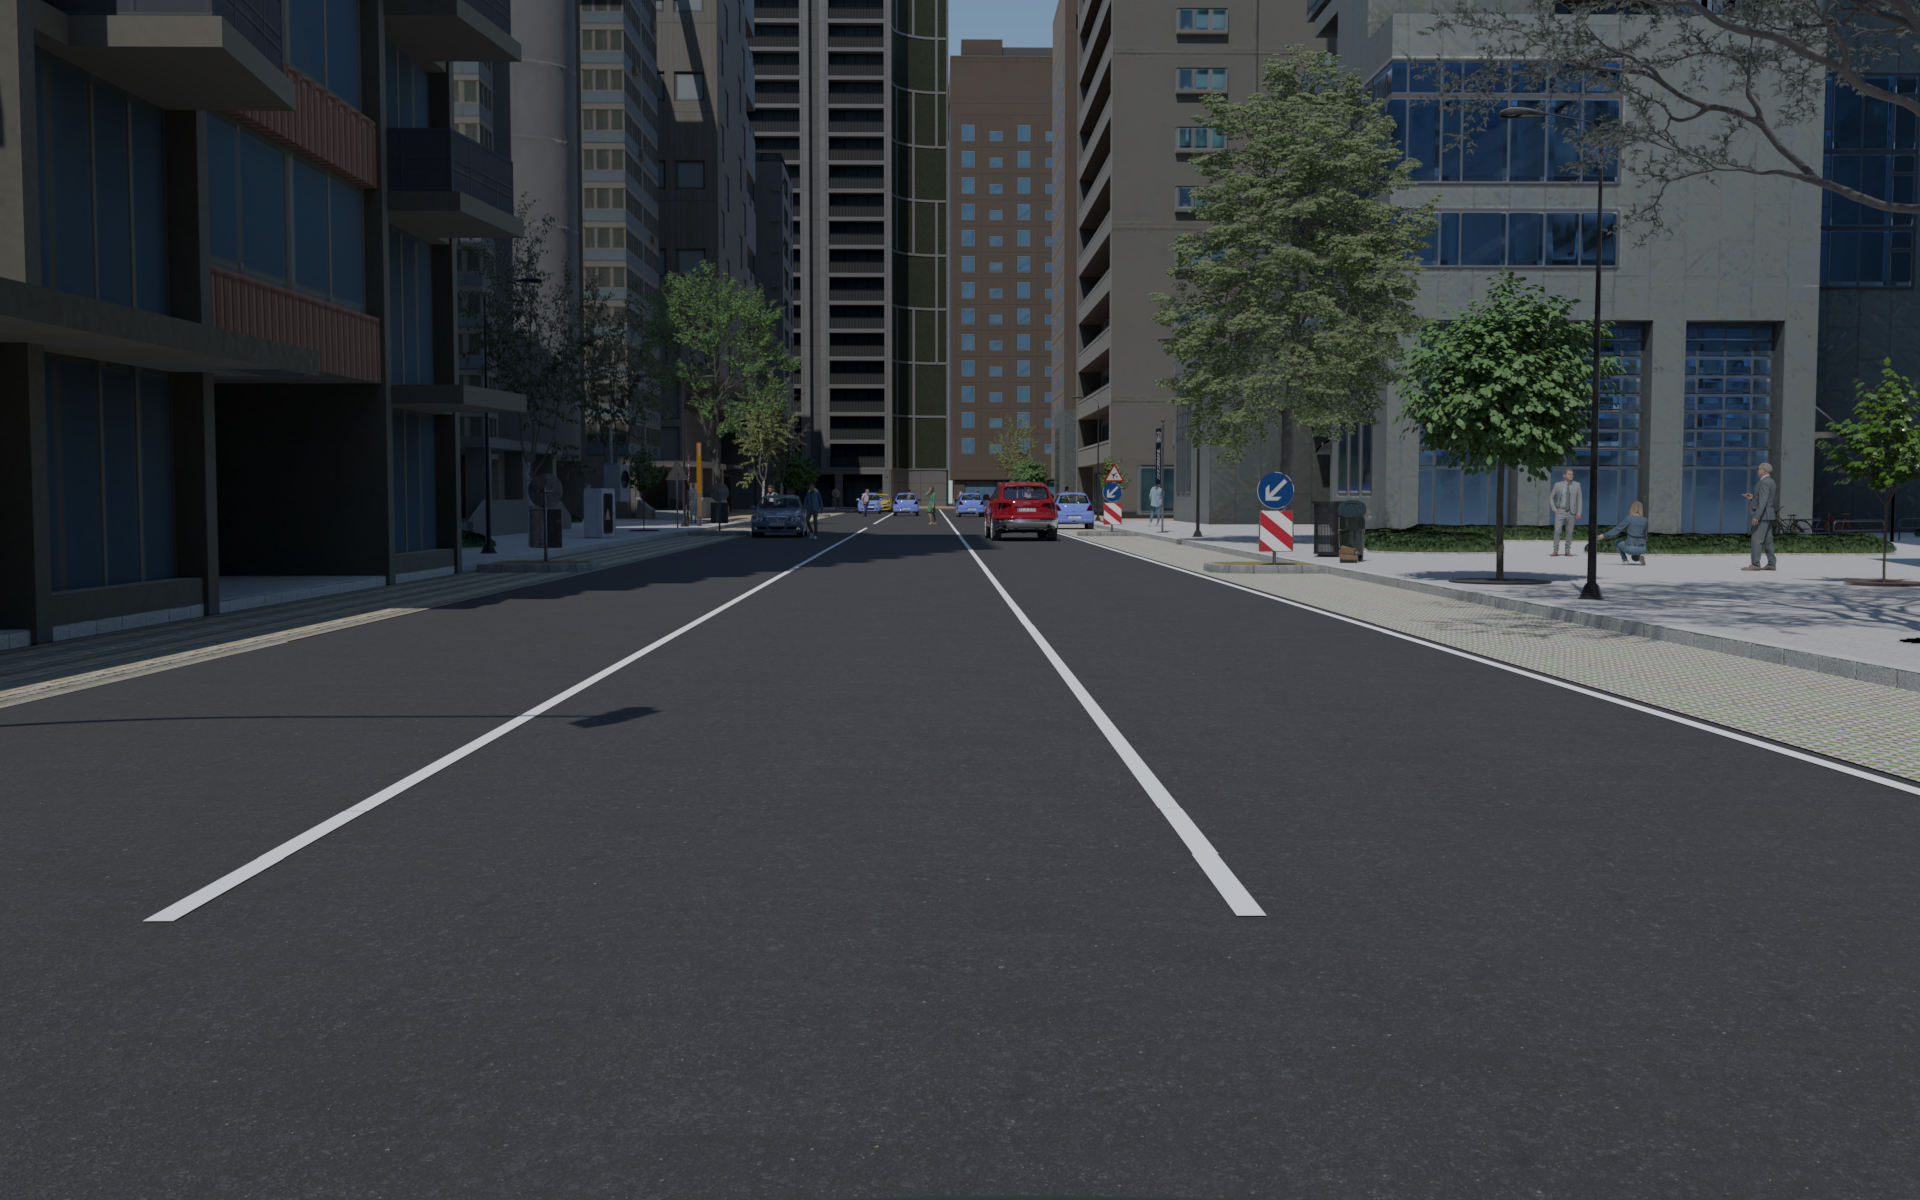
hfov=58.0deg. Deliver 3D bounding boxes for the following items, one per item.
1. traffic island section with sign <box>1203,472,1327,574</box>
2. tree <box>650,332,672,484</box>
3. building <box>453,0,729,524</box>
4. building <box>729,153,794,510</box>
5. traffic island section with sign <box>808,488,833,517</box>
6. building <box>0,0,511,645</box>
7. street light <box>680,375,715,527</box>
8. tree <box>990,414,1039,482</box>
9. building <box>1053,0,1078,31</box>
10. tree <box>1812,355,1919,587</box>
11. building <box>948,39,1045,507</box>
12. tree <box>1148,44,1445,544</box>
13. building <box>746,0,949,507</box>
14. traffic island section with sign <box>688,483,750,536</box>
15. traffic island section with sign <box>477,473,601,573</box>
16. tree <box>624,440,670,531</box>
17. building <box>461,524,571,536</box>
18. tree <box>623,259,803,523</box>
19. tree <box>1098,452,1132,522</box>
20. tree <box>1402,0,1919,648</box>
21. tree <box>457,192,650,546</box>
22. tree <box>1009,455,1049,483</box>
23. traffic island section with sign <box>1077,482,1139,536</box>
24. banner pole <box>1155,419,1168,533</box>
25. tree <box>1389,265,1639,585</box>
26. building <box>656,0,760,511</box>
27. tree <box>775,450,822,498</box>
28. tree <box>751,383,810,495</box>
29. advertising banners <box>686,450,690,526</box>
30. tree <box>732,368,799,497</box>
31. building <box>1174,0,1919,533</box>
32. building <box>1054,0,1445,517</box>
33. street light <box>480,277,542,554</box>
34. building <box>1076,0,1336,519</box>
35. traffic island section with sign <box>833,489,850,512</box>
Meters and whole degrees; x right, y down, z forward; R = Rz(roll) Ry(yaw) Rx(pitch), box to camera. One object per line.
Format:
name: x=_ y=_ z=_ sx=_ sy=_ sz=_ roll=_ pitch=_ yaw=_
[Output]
traffic island section with sign: x=5.541 y=-1.419 z=31.836 sx=1.989 sy=1.847 sz=2.006 roll=0 pitch=4 yaw=-1
tree: x=-11.310 y=-6.468 z=56.116 sx=4.360 sy=8.622 sz=3.978 roll=0 pitch=3 yaw=0
building: x=-29.638 y=-24.602 z=94.122 sx=32.217 sy=40.220 sz=23.993 roll=0 pitch=4 yaw=-1
building: x=-21.551 y=-23.096 z=149.319 sx=14.107 sy=30.474 sz=14.160 roll=0 pitch=4 yaw=-1
traffic island section with sign: x=-9.235 y=-6.179 z=109.646 sx=1.989 sy=1.847 sz=2.006 roll=0 pitch=4 yaw=-1
building: x=-18.479 y=-22.440 z=21.526 sx=22.147 sy=44.769 sz=28.867 roll=0 pitch=4 yaw=-1
street light: x=-10.269 y=-5.827 z=67.816 sx=1.470 sy=5.913 sz=1.316 roll=0 pitch=4 yaw=-1
tree: x=5.003 y=-12.677 z=157.631 sx=4.737 sy=8.622 sz=4.395 roll=0 pitch=3 yaw=0
building: x=15.312 y=-30.512 z=148.988 sx=14.600 sy=45.320 sz=14.200 roll=0 pitch=4 yaw=-1
tree: x=12.902 y=-1.821 z=24.377 sx=1.663 sy=3.219 sz=1.824 roll=0 pitch=3 yaw=0
building: x=6.025 y=-32.071 z=174.472 sx=14.200 sy=45.320 sz=14.600 roll=0 pitch=4 yaw=-1
tree: x=8.752 y=-7.707 z=44.132 sx=7.486 sy=12.596 sz=7.792 roll=0 pitch=3 yaw=0
building: x=-11.431 y=-45.137 z=176.241 sx=20.611 sy=71.187 sz=20.563 roll=0 pitch=4 yaw=-1
traffic island section with sign: x=-8.303 y=-3.136 z=59.908 sx=1.989 sy=1.847 sz=2.006 roll=0 pitch=4 yaw=-1
traffic island section with sign: x=-7.790 y=-1.449 z=32.312 sx=1.989 sy=1.847 sz=2.006 roll=0 pitch=4 yaw=-1
tree: x=-11.088 y=-3.996 z=59.944 sx=1.663 sy=3.219 sz=1.824 roll=0 pitch=3 yaw=0
building: x=-30.397 y=-22.259 z=55.815 sx=32.217 sy=40.220 sz=23.993 roll=0 pitch=4 yaw=-1
tree: x=-11.105 y=-9.316 z=78.066 sx=9.928 sy=11.665 sz=9.643 roll=0 pitch=3 yaw=0
tree: x=6.850 y=-5.178 z=79.262 sx=1.663 sy=3.219 sz=1.824 roll=0 pitch=3 yaw=0
tree: x=8.729 y=-6.353 z=14.238 sx=12.009 sy=13.543 sz=11.850 roll=0 pitch=3 yaw=0
tree: x=-10.416 y=-5.618 z=42.210 sx=4.360 sy=8.622 sz=3.978 roll=0 pitch=3 yaw=0
tree: x=5.820 y=-9.853 z=144.813 sx=4.285 sy=4.588 sz=4.351 roll=0 pitch=3 yaw=0
traffic island section with sign: x=5.023 y=-3.094 z=59.214 sx=1.989 sy=1.847 sz=2.006 roll=0 pitch=4 yaw=-1
banner pole: x=6.678 y=-4.145 z=57.793 sx=0.401 sy=3.779 sz=0.863 roll=-1 pitch=4 yaw=-16
tree: x=7.912 y=-2.523 z=24.969 sx=4.285 sy=4.588 sz=4.351 roll=0 pitch=3 yaw=0
building: x=-28.638 y=-32.443 z=119.689 sx=28.713 sy=52.752 sz=27.495 roll=0 pitch=4 yaw=-1
tree: x=-13.043 y=-9.397 z=137.354 sx=4.285 sy=4.588 sz=4.351 roll=0 pitch=3 yaw=0
tree: x=-11.959 y=-10.090 z=115.329 sx=4.360 sy=8.622 sz=3.978 roll=0 pitch=3 yaw=0
advertising banners: x=-10.981 y=-4.509 z=69.902 sx=0.090 sy=3.025 sz=2.074 roll=-1 pitch=4 yaw=-11
tree: x=-11.417 y=-9.179 z=100.432 sx=4.737 sy=8.622 sz=4.395 roll=0 pitch=3 yaw=0
building: x=21.705 y=-46.032 z=65.289 sx=22.319 sy=86.520 sz=31.000 roll=0 pitch=4 yaw=-1
building: x=19.221 y=-49.667 z=124.721 sx=22.319 sy=86.520 sz=31.000 roll=0 pitch=4 yaw=-1
street light: x=-9.643 y=-3.957 z=37.238 sx=1.470 sy=5.913 sz=1.316 roll=0 pitch=4 yaw=-1
building: x=18.294 y=-29.102 z=99.517 sx=21.300 sy=48.544 sz=21.600 roll=0 pitch=4 yaw=-1
traffic island section with sign: x=-9.725 y=-7.827 z=136.597 sx=1.989 sy=1.847 sz=2.006 roll=0 pitch=4 yaw=-1
